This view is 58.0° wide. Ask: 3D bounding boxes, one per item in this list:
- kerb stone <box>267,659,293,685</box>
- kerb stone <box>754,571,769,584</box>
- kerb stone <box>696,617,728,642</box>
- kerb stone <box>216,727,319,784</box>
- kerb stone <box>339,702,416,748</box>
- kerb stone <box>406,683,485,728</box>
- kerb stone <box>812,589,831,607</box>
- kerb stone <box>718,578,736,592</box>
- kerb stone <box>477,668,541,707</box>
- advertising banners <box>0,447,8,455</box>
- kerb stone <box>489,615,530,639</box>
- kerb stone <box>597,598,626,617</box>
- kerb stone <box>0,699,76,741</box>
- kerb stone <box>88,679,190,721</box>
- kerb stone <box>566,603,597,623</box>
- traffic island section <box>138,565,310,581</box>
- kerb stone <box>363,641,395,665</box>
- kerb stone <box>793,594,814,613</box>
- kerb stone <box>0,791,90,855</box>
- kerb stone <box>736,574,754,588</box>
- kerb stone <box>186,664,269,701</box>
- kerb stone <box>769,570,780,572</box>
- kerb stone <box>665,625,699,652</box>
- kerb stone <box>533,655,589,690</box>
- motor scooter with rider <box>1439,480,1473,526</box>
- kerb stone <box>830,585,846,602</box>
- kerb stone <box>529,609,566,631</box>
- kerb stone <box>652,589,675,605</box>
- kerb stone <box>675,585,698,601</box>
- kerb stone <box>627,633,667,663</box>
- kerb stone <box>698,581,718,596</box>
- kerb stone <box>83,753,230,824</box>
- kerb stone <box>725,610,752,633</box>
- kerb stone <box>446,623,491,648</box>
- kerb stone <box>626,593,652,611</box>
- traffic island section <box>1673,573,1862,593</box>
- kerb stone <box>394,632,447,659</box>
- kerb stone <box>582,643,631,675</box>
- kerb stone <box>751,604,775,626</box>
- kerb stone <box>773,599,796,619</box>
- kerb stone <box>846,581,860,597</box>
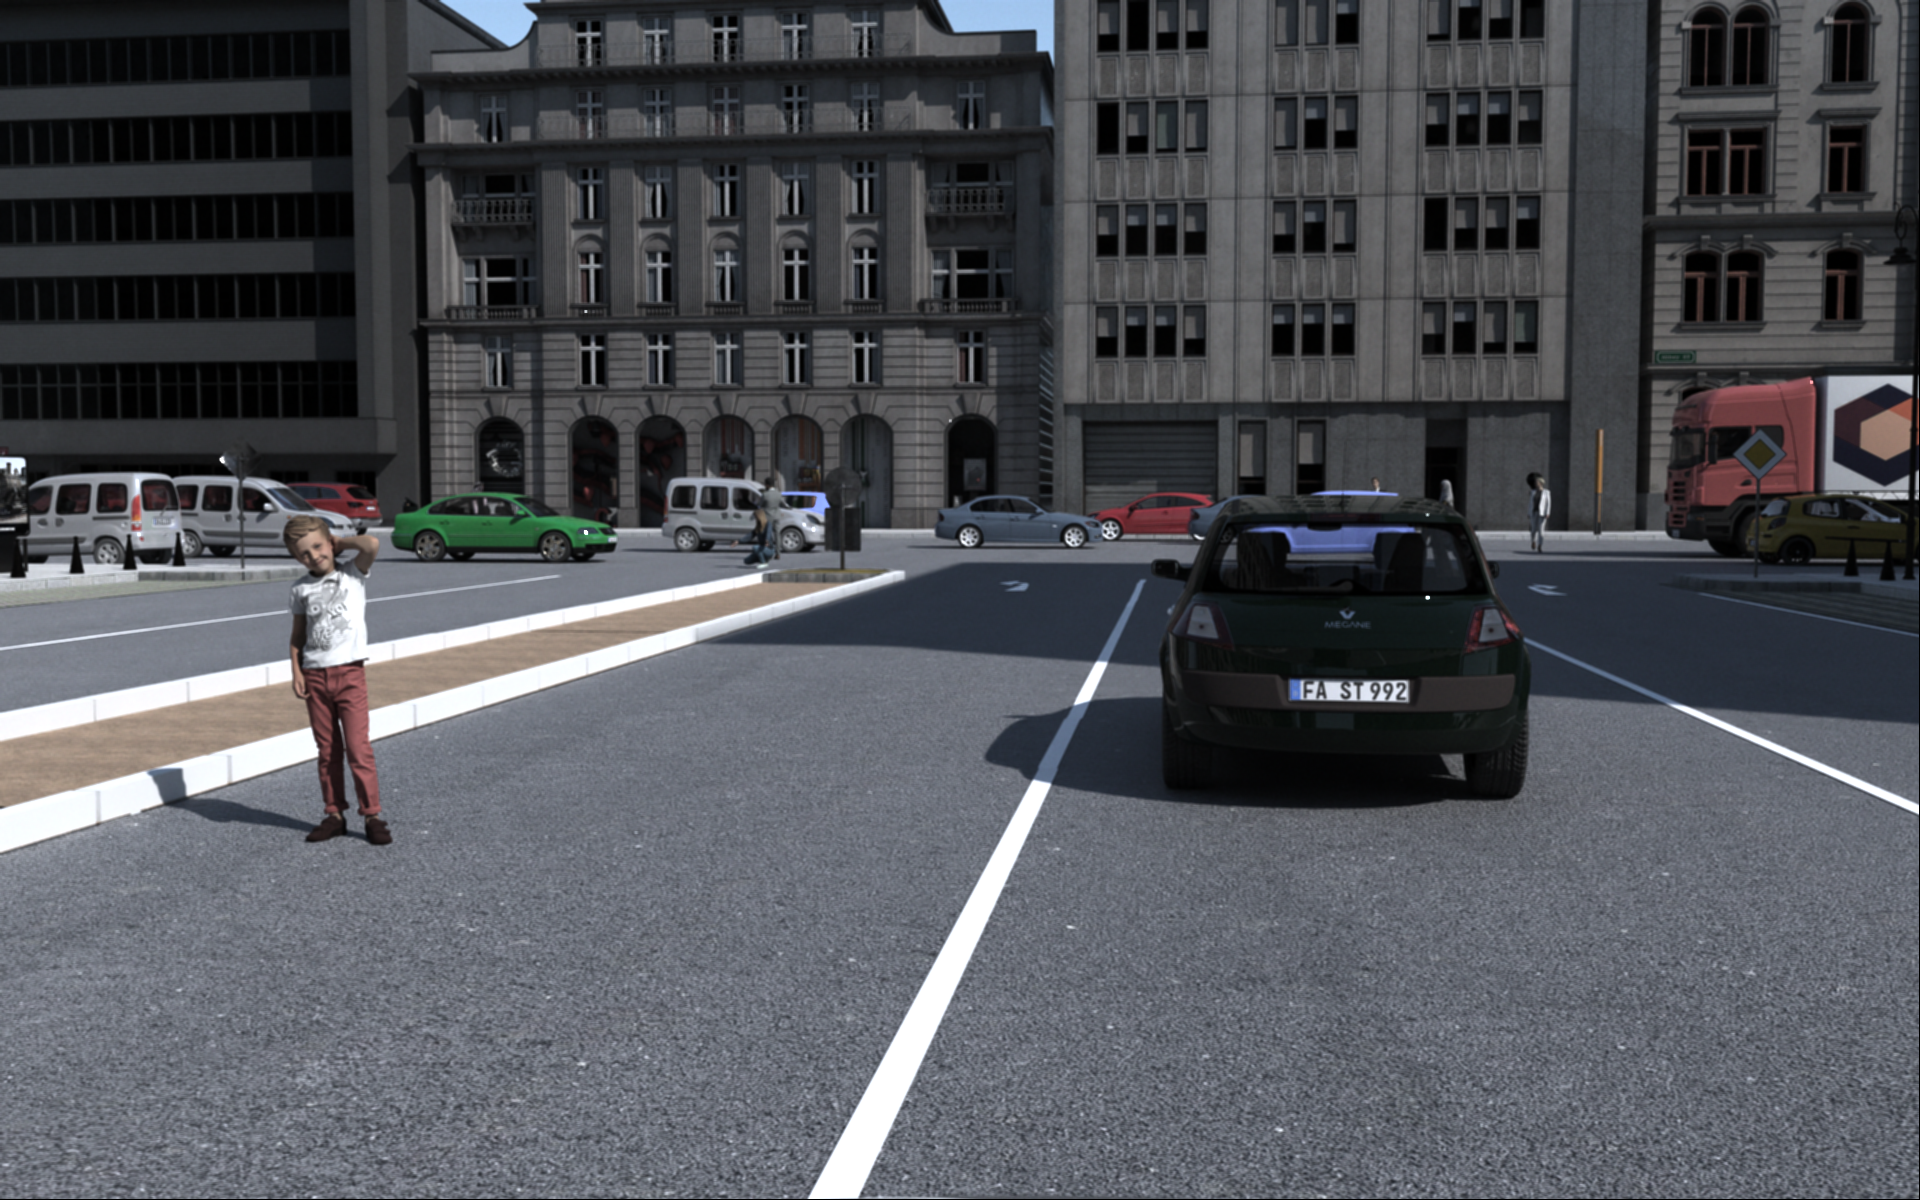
[{"bbox_3d":[-5.141,0.538,13.396,0.120,0.150,1.000,0,4,7],"label":"kerb stone"},{"bbox_3d":[-3.275,-0.333,27.669,0.120,0.150,1.000,0,4,7],"label":"kerb stone"},{"bbox_3d":[-2.521,0.308,17.199,0.120,0.150,1.000,0,4,7],"label":"kerb stone"},{"bbox_3d":[-3.586,0.807,9.047,0.120,0.150,1.000,0,4,7],"label":"kerb stone"},{"bbox_3d":[-3.455,0.742,10.065,0.120,0.150,1.000,0,4,7],"label":"kerb stone"},{"bbox_3d":[-3.316,0.679,11.092,0.120,0.150,1.000,0,4,7],"label":"kerb stone"},{"bbox_3d":[-1.853,-0.007,22.312,0.120,0.150,1.000,0,4,7],"label":"kerb stone"},{"bbox_3d":[-3.536,-0.210,25.627,0.120,0.150,1.000,0,4,7],"label":"kerb stone"},{"bbox_3d":[-3.188,0.617,12.110,0.120,0.150,1.000,0,4,7],"label":"kerb stone"},{"bbox_3d":[-36.126,-4.166,64.303,2.074,3.025,0.090,1,4,16],"label":"advertising banners"},{"bbox_3d":[-4.607,0.292,17.473,0.120,0.150,1.000,0,4,7],"label":"kerb stone"},{"bbox_3d":[-4.203,0.105,20.529,0.120,0.150,1.000,0,4,7],"label":"kerb stone"},{"bbox_3d":[-5.538,0.725,10.338,0.120,0.150,1.000,0,4,7],"label":"kerb stone"},{"bbox_3d":[-5.411,0.663,11.357,0.120,0.150,1.000,0,4,7],"label":"kerb stone"},{"bbox_3d":[-4.340,0.164,19.512,0.120,0.150,1.000,0,4,7],"label":"kerb stone"},{"bbox_3d":[-12.355,-0.459,29.787,2.009,0.180,2.903,0,4,7],"label":"traffic island section"},{"bbox_3d":[-5.007,0.476,14.413,0.120,0.150,1.000,0,4,7],"label":"kerb stone"},{"bbox_3d":[-1.989,0.055,21.291,0.120,0.150,1.000,0,4,7],"label":"kerb stone"},{"bbox_3d":[-3.856,0.930,6.992,0.120,0.150,1.000,0,4,7],"label":"kerb stone"},{"bbox_3d":[-3.396,-0.266,26.643,0.120,0.150,1.000,0,4,7],"label":"kerb stone"},{"bbox_3d":[-5.278,0.601,12.377,0.120,0.150,1.000,0,4,7],"label":"kerb stone"},{"bbox_3d":[-3.133,-0.397,28.686,0.120,0.150,1.000,0,4,7],"label":"kerb stone"},{"bbox_3d":[-2.661,0.370,16.182,0.120,0.150,1.000,0,4,7],"label":"kerb stone"},{"bbox_3d":[-3.062,0.557,13.131,0.120,0.150,1.000,0,4,7],"label":"kerb stone"},{"bbox_3d":[10.230,-1.746,37.518,1.986,1.779,0.876,0,4,6],"label":"motor scooter with rider"},{"bbox_3d":[-1.723,-0.069,23.329,0.120,0.150,1.000,0,4,7],"label":"kerb stone"},{"bbox_3d":[-4.472,0.227,18.490,0.120,0.150,1.000,0,4,7],"label":"kerb stone"},{"bbox_3d":[-3.948,-0.023,22.565,0.120,0.150,1.000,0,4,7],"label":"kerb stone"},{"bbox_3d":[-3.804,-0.085,23.581,0.120,0.150,1.000,0,4,7],"label":"kerb stone"},{"bbox_3d":[-2.793,0.430,15.165,0.120,0.150,1.000,0,4,7],"label":"kerb stone"},{"bbox_3d":[-3.667,-0.143,24.608,0.120,0.150,1.000,0,4,7],"label":"kerb stone"},{"bbox_3d":[-3.720,0.869,8.013,0.120,0.150,1.000,0,4,7],"label":"kerb stone"},{"bbox_3d":[-2.395,0.243,18.217,0.120,0.150,1.000,0,4,7],"label":"kerb stone"},{"bbox_3d":[-4.739,0.360,16.452,0.120,0.150,1.000,0,4,7],"label":"kerb stone"},{"bbox_3d":[-4.077,0.041,21.547,0.120,0.150,1.000,0,4,7],"label":"kerb stone"},{"bbox_3d":[12.227,-0.263,26.579,2.009,0.180,2.903,0,4,7],"label":"traffic island section"},{"bbox_3d":[-4.866,0.414,15.430,0.120,0.150,1.000,0,4,7],"label":"kerb stone"},{"bbox_3d":[-2.926,0.494,14.148,0.120,0.150,1.000,0,4,7],"label":"kerb stone"},{"bbox_3d":[-2.260,0.184,19.241,0.120,0.150,1.000,0,4,7],"label":"kerb stone"},{"bbox_3d":[-2.124,0.118,20.265,0.120,0.150,1.000,0,4,7],"label":"kerb stone"},{"bbox_3d":[-1.589,-0.132,24.346,0.120,0.150,1.000,0,4,7],"label":"kerb stone"}]
